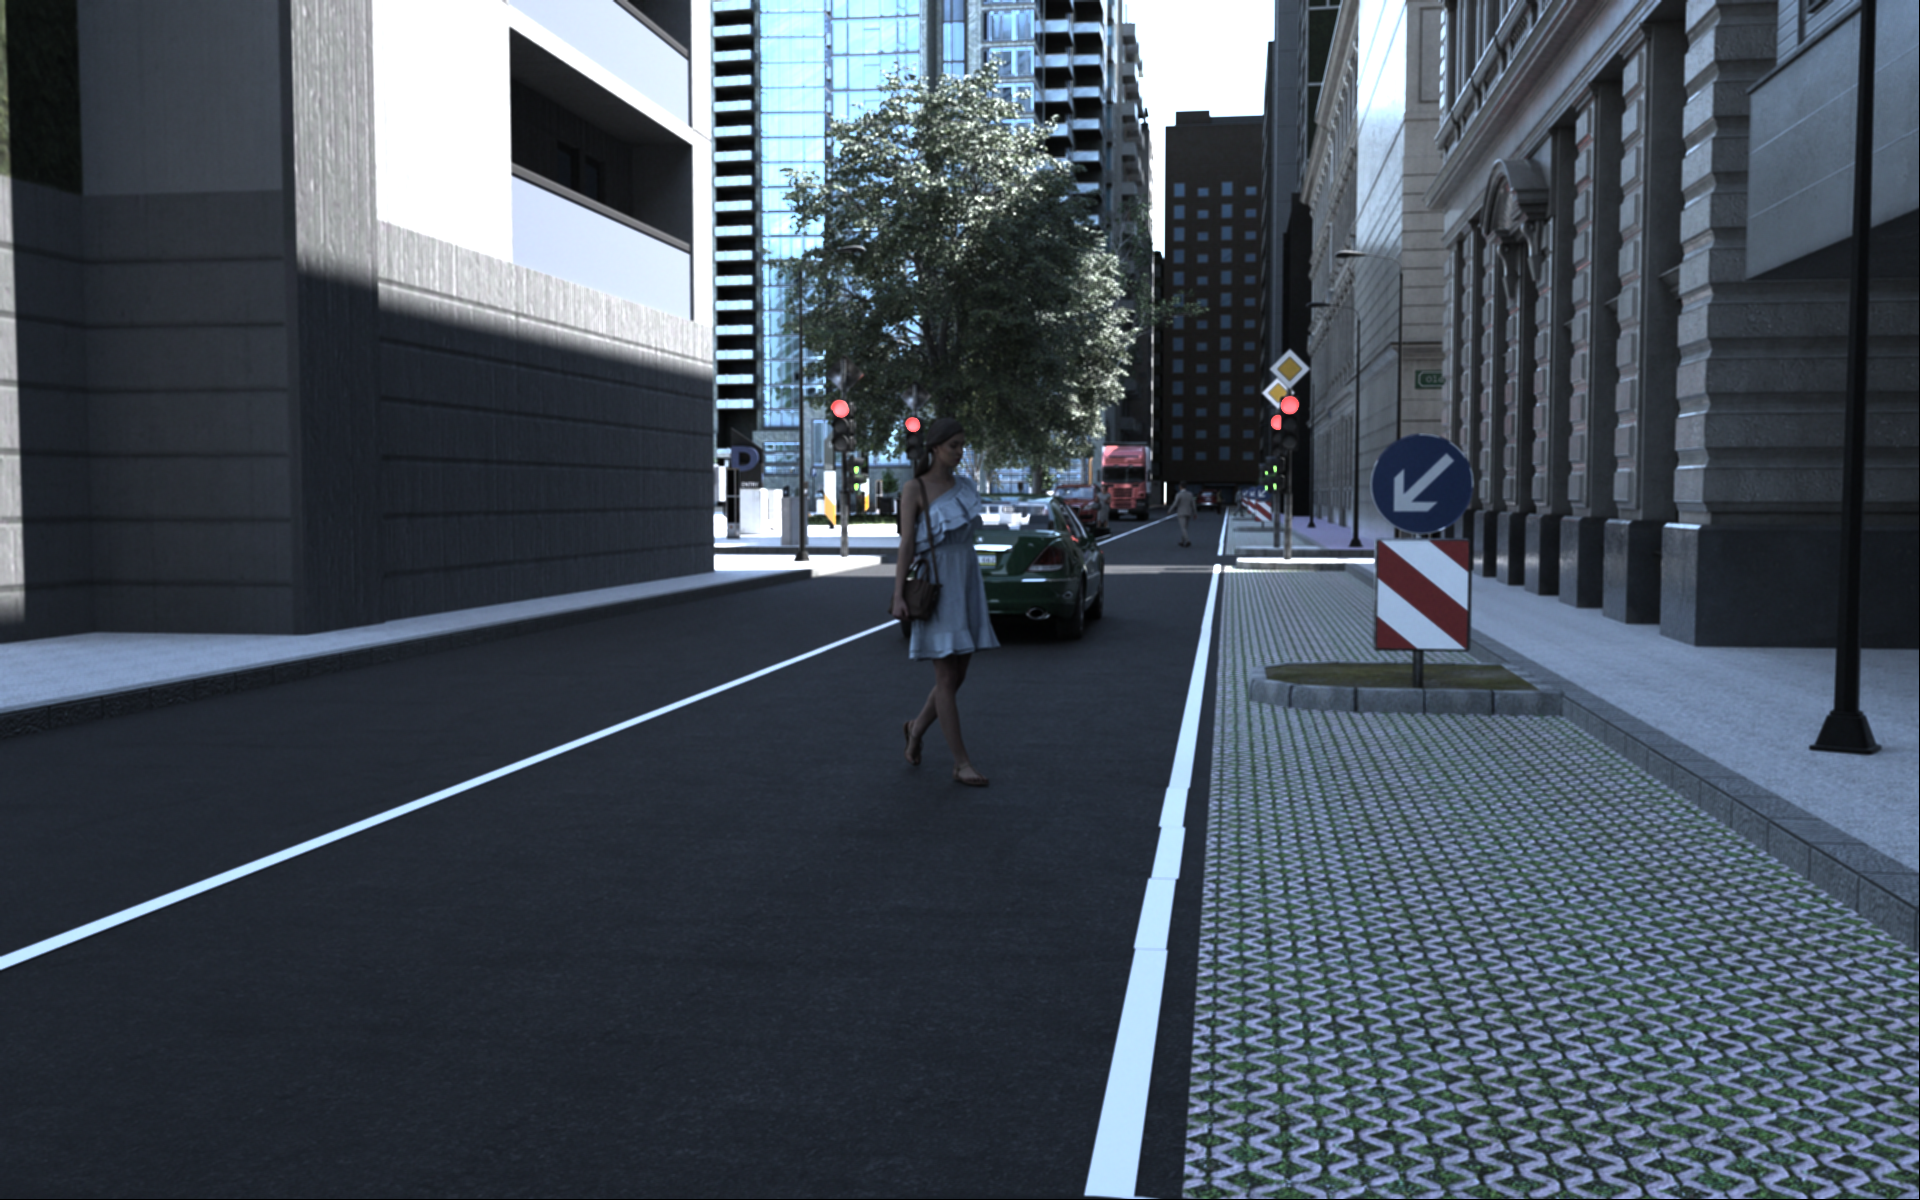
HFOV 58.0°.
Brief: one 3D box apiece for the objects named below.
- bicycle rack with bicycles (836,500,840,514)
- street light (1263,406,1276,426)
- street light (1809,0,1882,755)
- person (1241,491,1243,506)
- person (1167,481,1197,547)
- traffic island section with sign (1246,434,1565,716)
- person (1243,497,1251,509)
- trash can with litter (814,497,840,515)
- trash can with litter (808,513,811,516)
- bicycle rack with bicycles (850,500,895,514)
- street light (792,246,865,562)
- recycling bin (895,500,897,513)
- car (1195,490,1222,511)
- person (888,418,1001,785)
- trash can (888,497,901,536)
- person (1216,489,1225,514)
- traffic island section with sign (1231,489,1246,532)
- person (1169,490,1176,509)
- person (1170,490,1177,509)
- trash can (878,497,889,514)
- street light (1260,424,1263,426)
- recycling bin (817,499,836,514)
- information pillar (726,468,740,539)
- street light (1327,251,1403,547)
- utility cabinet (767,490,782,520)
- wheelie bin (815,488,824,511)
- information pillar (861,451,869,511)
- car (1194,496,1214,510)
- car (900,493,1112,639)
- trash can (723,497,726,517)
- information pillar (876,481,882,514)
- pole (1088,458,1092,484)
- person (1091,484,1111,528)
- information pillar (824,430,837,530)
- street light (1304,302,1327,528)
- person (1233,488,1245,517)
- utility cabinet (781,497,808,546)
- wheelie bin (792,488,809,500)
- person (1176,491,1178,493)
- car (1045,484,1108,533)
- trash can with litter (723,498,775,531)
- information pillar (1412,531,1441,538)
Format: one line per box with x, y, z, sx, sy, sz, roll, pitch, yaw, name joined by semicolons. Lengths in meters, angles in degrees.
-7.666;-5.933;110.384;2.925;0.926;2.852;2;4;30;bicycle rack with bicycles
16.878;-7.262;91.279;1.470;5.913;1.316;1;4;9;street light
3.914;-2.206;8.610;1.470;5.913;1.316;1;4;9;street light
26.945;-9.531;165.051;1.217;1.743;0.721;3;4;38;person
6.097;-2.349;47.176;0.678;1.792;0.850;-2;4;-25;person
3.048;-0.217;12.174;1.989;1.847;2.006;1;4;9;traffic island section with sign
24.374;-8.549;148.285;1.348;1.824;0.705;-3;4;-39;person
-7.658;-5.369;98.840;2.233;1.210;1.678;1;4;17;trash can with litter
-8.815;-5.146;95.528;0.624;1.170;1.055;-2;4;-26;trash can with litter
-4.985;-5.468;102.790;2.925;0.926;2.852;1;4;11;bicycle rack with bicycles
-2.465;-3.676;32.638;1.470;5.913;1.316;1;4;9;street light
-3.284;-5.138;96.554;0.722;1.027;0.722;0;4;-2;recycling bin
21.100;-8.468;147.117;2.281;1.827;5.304;1;4;8;car
-0.124;-0.008;8.720;0.616;1.811;0.778;-2;4;-35;person
-1.638;-2.522;52.894;0.748;1.137;0.748;0;3;0;trash can
18.437;-6.993;122.931;0.705;1.812;1.348;-1;4;-13;person
11.440;-3.512;66.056;1.989;1.847;2.006;1;4;9;traffic island section with sign
20.737;-9.762;168.113;0.705;1.822;1.348;2;4;35;person
20.423;-9.512;164.037;1.348;1.821;0.705;2;4;33;person
-3.534;-4.332;82.482;0.748;1.137;0.748;0;3;0;trash can
20.669;-8.740;115.441;1.470;5.913;1.316;1;4;9;street light
-6.357;-4.274;82.438;0.722;1.027;0.722;-2;4;-27;recycling bin
-6.518;-2.768;49.744;0.304;2.012;0.304;1;4;16;information pillar
7.862;-3.709;33.182;1.470;5.913;1.316;1;4;9;street light
-9.518;-4.871;88.324;0.318;1.500;1.173;2;4;28;utility cabinet
-6.920;-4.833;86.931;0.693;1.594;0.980;0;4;3;wheelie bin
-5.038;-6.111;91.270;0.504;3.616;0.183;-3;5;-41;information pillar
22.110;-9.078;157.213;1.959;1.807;4.718;1;4;10;car
0.533;-0.420;18.659;2.131;1.459;4.920;1;4;9;car
-12.695;-5.097;94.984;0.748;1.137;0.748;0;3;0;trash can
-4.383;-5.463;93.811;0.304;2.012;0.304;0;4;7;information pillar
7.119;-6.165;94.641;0.158;3.312;0.155;0;3;0;pole
4.857;-3.123;59.912;0.716;1.782;0.532;1;4;20;person
-4.709;-4.367;62.750;0.504;3.616;0.183;3;5;39;information pillar
9.080;-4.248;41.994;1.470;5.913;1.316;1;4;9;street light
17.500;-6.108;108.474;0.850;1.850;0.679;-1;4;-10;person
-4.149;-1.971;43.393;0.306;1.237;1.020;1;4;20;utility cabinet
-8.379;-5.091;91.151;0.980;1.594;0.693;1;4;11;wheelie bin
21.246;-9.875;170.671;0.721;1.736;1.217;1;4;8;person
4.355;-3.428;64.717;2.281;1.827;5.304;1;4;11;car
-7.410;-3.059;61.072;2.233;1.210;1.678;-2;4;-32;trash can with litter
6.489;-1.198;24.077;0.304;2.012;0.304;3;5;45;information pillar
